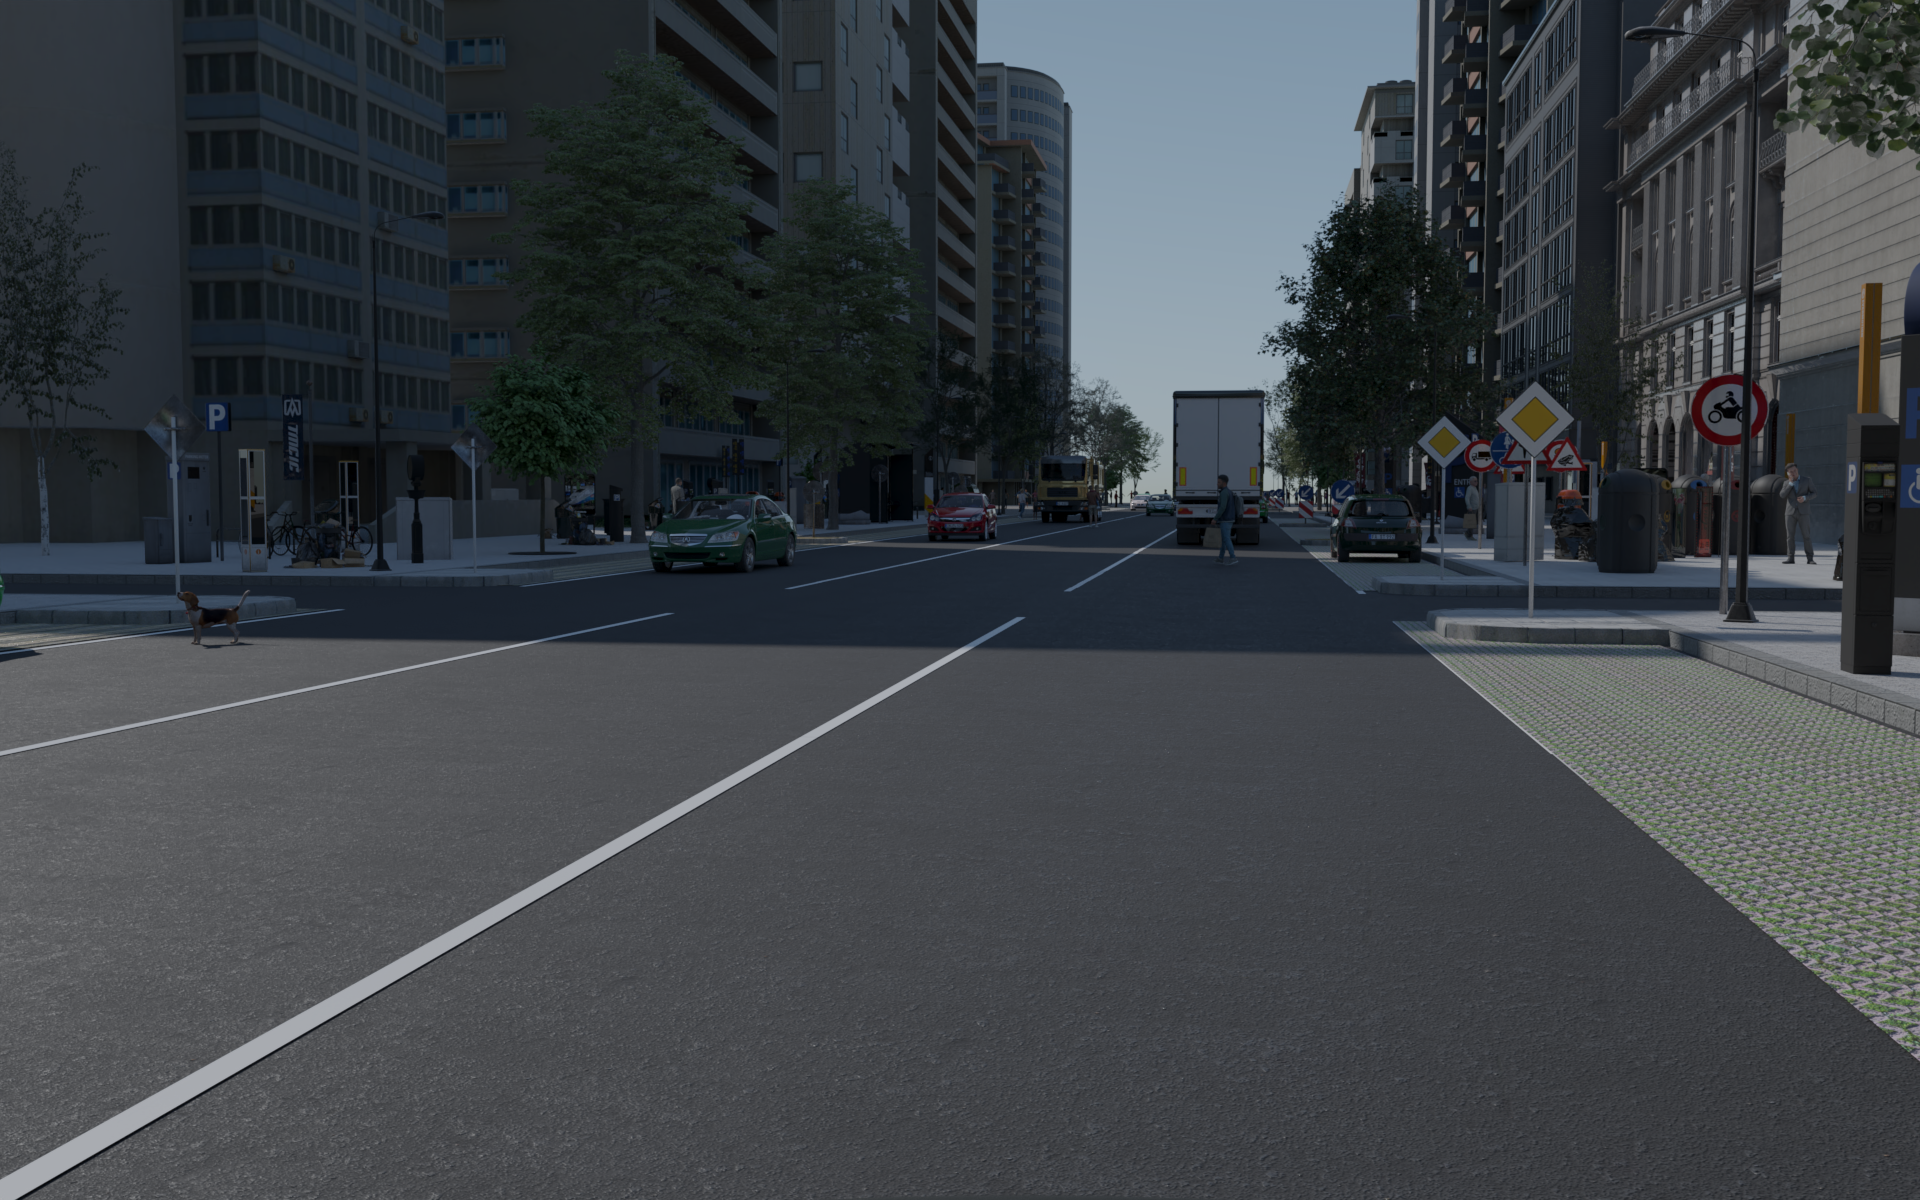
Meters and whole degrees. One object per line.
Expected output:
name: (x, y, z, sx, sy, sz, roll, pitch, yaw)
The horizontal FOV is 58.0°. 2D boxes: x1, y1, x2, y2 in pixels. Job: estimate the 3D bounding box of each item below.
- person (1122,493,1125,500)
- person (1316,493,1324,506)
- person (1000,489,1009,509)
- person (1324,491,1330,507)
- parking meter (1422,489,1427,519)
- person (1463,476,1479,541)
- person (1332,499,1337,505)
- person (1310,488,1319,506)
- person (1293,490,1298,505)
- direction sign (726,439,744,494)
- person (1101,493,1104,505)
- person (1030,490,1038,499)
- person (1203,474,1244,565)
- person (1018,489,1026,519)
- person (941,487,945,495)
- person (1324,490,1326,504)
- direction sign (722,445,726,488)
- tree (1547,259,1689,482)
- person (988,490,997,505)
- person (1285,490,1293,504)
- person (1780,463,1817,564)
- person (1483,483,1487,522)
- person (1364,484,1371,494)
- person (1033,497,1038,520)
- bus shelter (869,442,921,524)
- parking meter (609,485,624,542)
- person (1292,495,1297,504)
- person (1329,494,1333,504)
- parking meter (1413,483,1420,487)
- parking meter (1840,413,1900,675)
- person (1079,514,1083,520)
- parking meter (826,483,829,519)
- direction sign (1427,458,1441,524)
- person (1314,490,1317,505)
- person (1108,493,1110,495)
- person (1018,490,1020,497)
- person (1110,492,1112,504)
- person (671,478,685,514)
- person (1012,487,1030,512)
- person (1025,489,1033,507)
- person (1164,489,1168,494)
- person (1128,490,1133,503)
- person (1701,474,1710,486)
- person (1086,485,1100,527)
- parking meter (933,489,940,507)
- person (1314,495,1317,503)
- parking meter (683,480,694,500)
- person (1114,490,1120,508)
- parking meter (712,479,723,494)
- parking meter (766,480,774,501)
person: (22.166, -14.082, 236.797, 0.721, 1.766, 1.217, 3, 5, 43)
person: (39.659, -11.067, 190.247, 1.065, 1.426, 0.557, 0, 4, 6)
person: (3.813, -8.675, 148.601, 0.721, 1.735, 1.217, 3, 5, 42)
person: (36.927, -10.233, 174.036, 0.721, 1.739, 1.217, 3, 5, 44)
parking meter: (23.782, -4.927, 88.959, 0.372, 1.533, 0.369, 0, 3, 0)
person: (14.004, -2.508, 47.532, 0.515, 1.767, 0.782, 2, 4, 33)
person: (33.434, -9.049, 154.663, 0.551, 1.740, 0.621, 1, 4, 21)
person: (24.732, -7.007, 121.325, 0.721, 1.735, 1.217, -2, 4, -23)
person: (38.724, -11.802, 198.998, 0.705, 1.826, 1.348, -3, 4, -37)
direction sign: (-9.109, -4.844, 71.191, 0.379, 3.537, 0.876, 2, 4, 25)
person: (17.180, -12.385, 208.627, 1.350, 1.814, 0.705, 3, 5, 41)
person: (8.367, -11.405, 193.241, 1.217, 1.743, 0.721, -1, 4, -21)
person: (5.293, -1.611, 34.824, 0.713, 1.824, 0.794, 3, 5, 42)
person: (3.472, -5.397, 97.409, 0.731, 1.740, 0.598, 3, 5, 44)
person: (-1.070, -6.534, 113.597, 0.721, 1.735, 1.217, 2, 4, 29)
person: (45.225, -12.756, 214.620, 0.705, 1.823, 1.348, 1, 4, 10)
direction sign: (-10.920, -5.437, 80.886, 0.379, 3.537, 0.876, 1, 4, 14)
tree: (20.183, -6.335, 53.937, 4.360, 8.622, 3.978, 0, 3, 0)
person: (3.639, -11.453, 193.844, 0.990, 1.755, 0.434, -1, 4, -12)
person: (40.995, -12.868, 216.400, 1.348, 1.831, 0.705, -1, 4, -8)
person: (15.324, -1.577, 31.638, 0.655, 1.846, 0.447, 2, 4, 35)
person: (24.318, -4.538, 80.362, 0.709, 1.813, 0.853, -1, 4, -12)
person: (23.738, -5.876, 101.753, 1.348, 1.869, 0.705, 1, 4, 14)
person: (4.233, -5.102, 96.591, 0.362, 1.253, 0.373, -1, 4, -12)
bus shelter: (-3.151, -5.304, 78.003, 1.731, 3.624, 6.357, 1, 4, 9)
parking meter: (-9.203, -2.324, 46.416, 0.372, 1.533, 0.369, 0, 3, 0)
person: (44.666, -13.527, 230.427, 0.991, 1.433, 0.599, 2, 4, 34)
person: (50.543, -13.960, 235.008, 1.217, 1.735, 0.721, -1, 4, -16)
parking meter: (24.853, -5.422, 94.364, 0.255, 1.863, 0.399, 2, 4, 34)
parking meter: (6.507, -0.408, 12.387, 0.255, 1.863, 0.399, 1, 4, 11)
person: (6.842, -5.144, 96.884, 0.425, 1.301, 0.394, -2, 4, -34)
parking meter: (-6.813, -5.170, 90.243, 0.255, 1.863, 0.399, -2, 4, -25)
direction sign: (20.379, -5.011, 73.933, 0.876, 3.537, 0.379, 2, 4, 29)
person: (42.238, -12.172, 205.034, 1.348, 1.826, 0.705, 1, 4, 19)
person: (18.351, -12.867, 216.437, 0.705, 1.822, 1.348, -3, 5, -42)
person: (5.655, -9.381, 160.205, 0.721, 1.735, 1.217, 2, 4, 34)
person: (18.677, -12.741, 214.375, 0.705, 1.821, 1.348, 1, 4, 9)
person: (-9.241, -3.126, 57.249, 0.694, 1.812, 0.767, 3, 5, 43)
person: (4.441, -7.275, 124.977, 1.348, 1.826, 0.705, -1, 4, -13)
person: (6.328, -9.708, 165.564, 1.217, 1.735, 0.721, 0, 4, 2)
person: (17.865, -8.724, 150.766, 1.348, 1.869, 0.705, -3, 5, -44)
person: (25.120, -15.156, 253.806, 1.348, 1.831, 0.705, 3, 4, 39)
person: (17.861, -2.134, 41.420, 0.782, 1.767, 0.515, -3, 4, -36)
person: (5.785, -4.052, 74.726, 0.580, 1.828, 0.573, -2, 4, -33)
parking meter: (-1.245, -5.007, 90.273, 0.372, 1.533, 0.369, 0, 3, 0)
person: (51.643, -14.975, 250.903, 0.705, 1.822, 1.348, -1, 4, -17)
parking meter: (-11.317, -4.064, 72.161, 0.399, 1.863, 0.255, 3, 4, 36)
person: (16.015, -10.315, 177.114, 0.705, 1.831, 1.348, 2, 4, 29)
parking meter: (-9.384, -3.761, 67.202, 0.399, 1.863, 0.255, 3, 4, 38)
parking meter: (-7.690, -3.945, 70.214, 0.255, 1.863, 0.399, -1, 4, -16)
